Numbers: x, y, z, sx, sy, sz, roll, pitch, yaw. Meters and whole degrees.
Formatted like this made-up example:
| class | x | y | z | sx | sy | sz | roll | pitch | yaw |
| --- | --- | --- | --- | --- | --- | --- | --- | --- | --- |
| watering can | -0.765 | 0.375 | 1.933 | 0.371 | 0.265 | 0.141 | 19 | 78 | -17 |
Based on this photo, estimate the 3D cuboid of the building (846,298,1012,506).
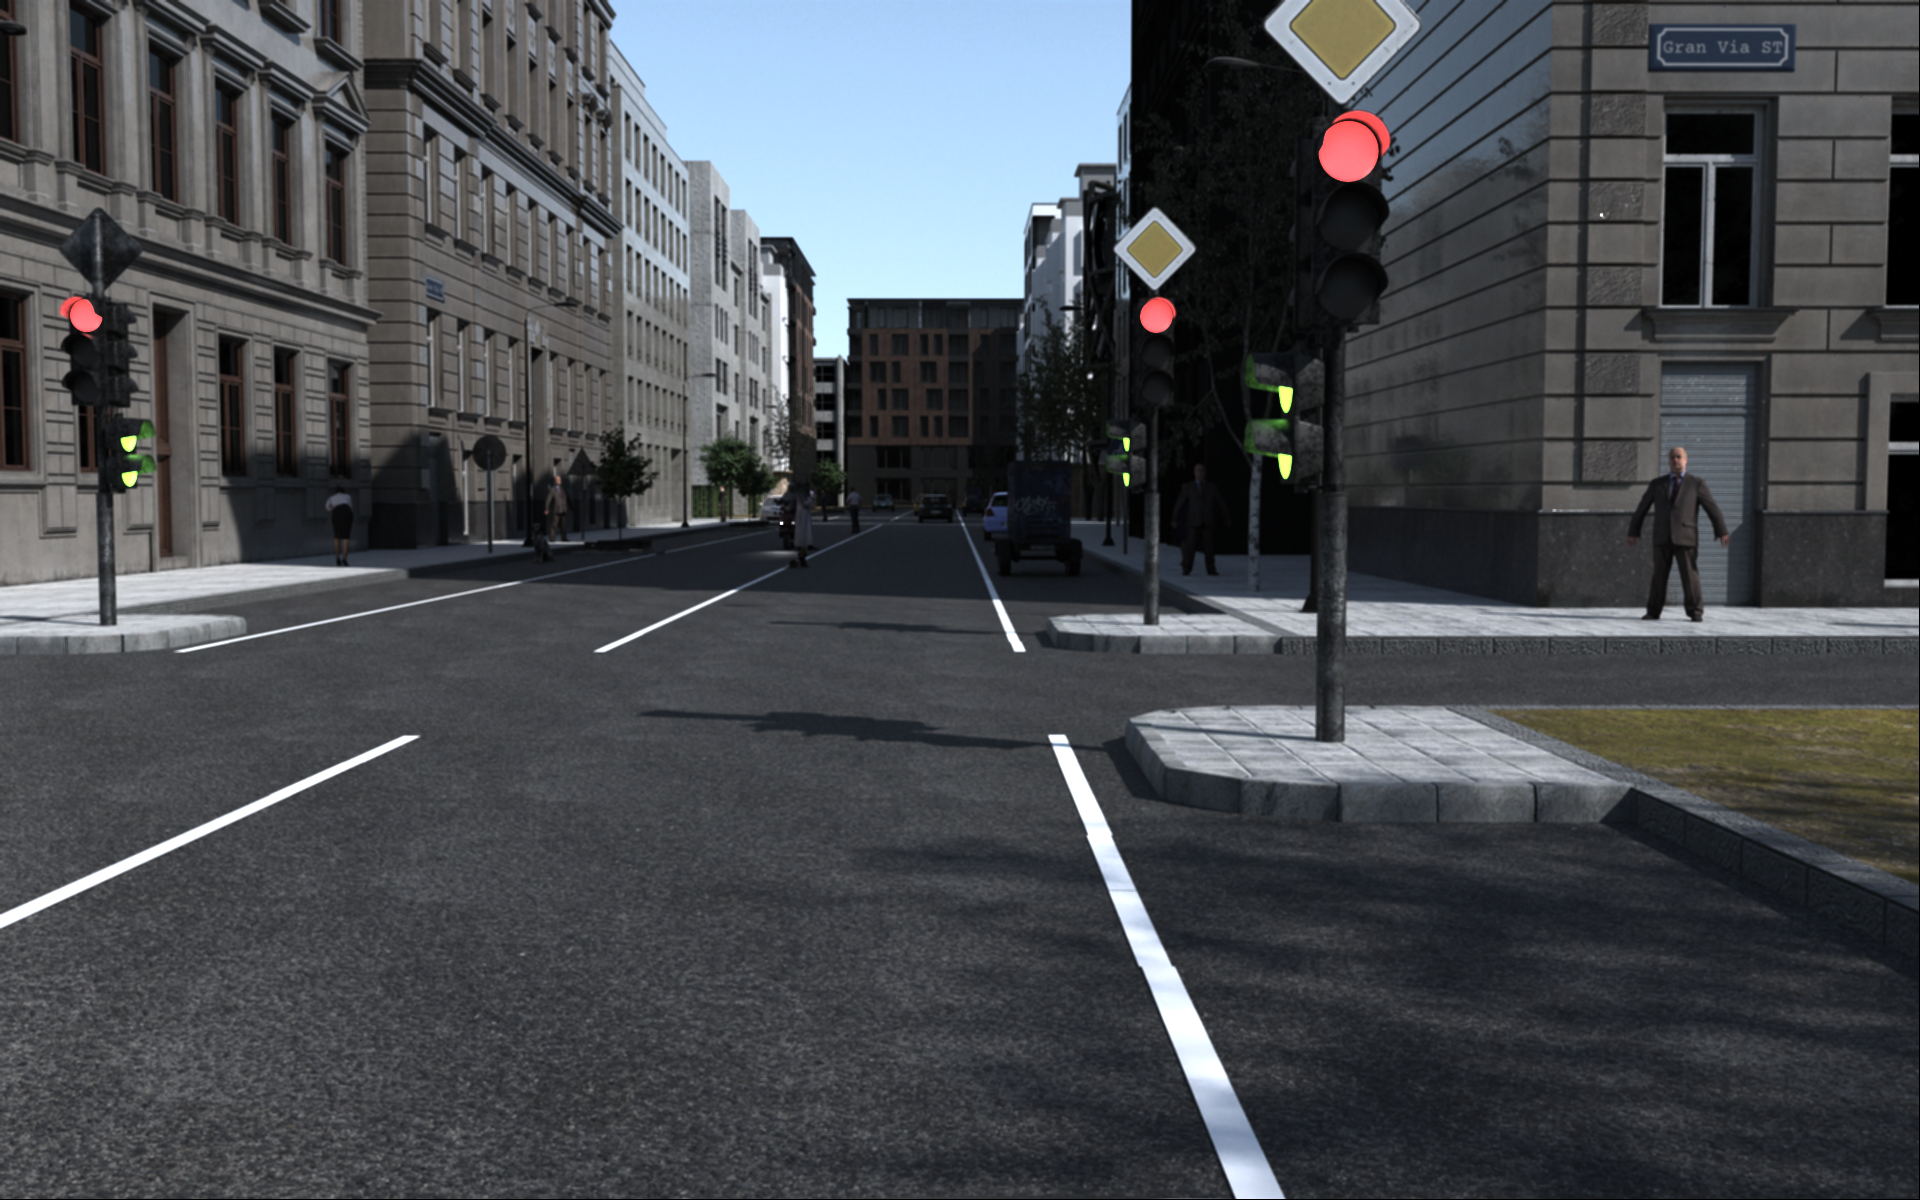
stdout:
| class | x | y | z | sx | sy | sz | roll | pitch | yaw |
| --- | --- | --- | --- | --- | --- | --- | --- | --- | --- |
| building | 4.429 | -21.255 | 191.497 | 32.646 | 21.610 | 27.936 | 0 | 4 | 0 |

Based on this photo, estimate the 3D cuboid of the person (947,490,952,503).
| class | x | y | z | sx | sy | sz | roll | pitch | yaw |
| --- | --- | --- | --- | --- | --- | --- | --- | --- | --- |
| person | -0.701 | -7.822 | 137.113 | 0.721 | 1.743 | 1.217 | 0 | 4 | -3 |

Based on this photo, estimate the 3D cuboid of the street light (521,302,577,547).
| class | x | y | z | sx | sy | sz | roll | pitch | yaw |
| --- | --- | --- | --- | --- | --- | --- | --- | --- | --- |
| street light | -9.930 | -4.243 | 41.918 | 1.470 | 5.913 | 1.316 | 0 | 4 | 0 |

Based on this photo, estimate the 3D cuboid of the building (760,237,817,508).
| class | x | y | z | sx | sy | sz | roll | pitch | yaw |
| --- | --- | --- | --- | --- | --- | --- | --- | --- | --- |
| building | -29.658 | -18.826 | 151.777 | 32.646 | 21.610 | 27.936 | 0 | 4 | 0 |

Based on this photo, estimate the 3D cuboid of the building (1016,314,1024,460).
| class | x | y | z | sx | sy | sz | roll | pitch | yaw |
| --- | --- | --- | --- | --- | --- | --- | --- | --- | --- |
| building | 13.320 | -18.607 | 160.642 | 16.016 | 20.091 | 11.380 | 0 | 4 | 0 |

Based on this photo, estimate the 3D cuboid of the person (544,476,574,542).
| class | x | y | z | sx | sy | sz | roll | pitch | yaw |
| --- | --- | --- | --- | --- | --- | --- | --- | --- | --- |
| person | -10.666 | -2.421 | 46.177 | 0.434 | 1.755 | 0.990 | 3 | 5 | 42 |

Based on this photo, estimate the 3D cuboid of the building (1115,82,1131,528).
| class | x | y | z | sx | sy | sz | roll | pitch | yaw |
| --- | --- | --- | --- | --- | --- | --- | --- | --- | --- |
| building | 11.519 | -12.632 | 61.285 | 10.420 | 20.320 | 16.860 | 0 | 4 | 0 |

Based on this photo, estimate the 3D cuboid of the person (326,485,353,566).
| class | x | y | z | sx | sy | sz | roll | pitch | yaw |
| --- | --- | --- | --- | --- | --- | --- | --- | --- | --- |
| person | -11.075 | -1.335 | 31.060 | 0.799 | 1.438 | 0.628 | 3 | 4 | 38 |

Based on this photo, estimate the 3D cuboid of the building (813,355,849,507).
| class | x | y | z | sx | sy | sz | roll | pitch | yaw |
| --- | --- | --- | --- | --- | --- | --- | --- | --- | --- |
| building | -27.976 | -19.518 | 185.577 | 31.486 | 18.905 | 16.747 | 0 | 4 | 0 |

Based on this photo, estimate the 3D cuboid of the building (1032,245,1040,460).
| class | x | y | z | sx | sy | sz | roll | pitch | yaw |
| --- | --- | --- | --- | --- | --- | --- | --- | --- | --- |
| building | 12.935 | -15.894 | 116.293 | 16.016 | 20.091 | 11.380 | 0 | 4 | 0 |

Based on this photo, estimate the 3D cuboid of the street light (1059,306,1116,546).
| class | x | y | z | sx | sy | sz | roll | pitch | yaw |
| --- | --- | --- | --- | --- | --- | --- | --- | --- | --- |
| street light | 3.151 | -4.301 | 42.869 | 1.470 | 5.913 | 1.316 | 0 | 4 | 0 |

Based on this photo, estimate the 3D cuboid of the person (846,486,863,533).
| class | x | y | z | sx | sy | sz | roll | pitch | yaw |
| --- | --- | --- | --- | --- | --- | --- | --- | --- | --- |
| person | -3.924 | -3.302 | 63.422 | 0.756 | 1.711 | 0.436 | -2 | 4 | -31 |

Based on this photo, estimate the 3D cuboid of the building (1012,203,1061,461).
| class | x | y | z | sx | sy | sz | roll | pitch | yaw |
| --- | --- | --- | --- | --- | --- | --- | --- | --- | --- |
| building | 18.923 | -17.999 | 138.255 | 27.936 | 21.610 | 32.646 | 0 | 4 | 0 |

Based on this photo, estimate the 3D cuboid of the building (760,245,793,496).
| class | x | y | z | sx | sy | sz | roll | pitch | yaw |
| --- | --- | --- | --- | --- | --- | --- | --- | --- | --- |
| building | -20.794 | -16.707 | 129.582 | 16.016 | 20.091 | 11.380 | 0 | 4 | 0 |

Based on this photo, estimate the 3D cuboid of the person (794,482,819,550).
| class | x | y | z | sx | sy | sz | roll | pitch | yaw |
| --- | --- | --- | --- | --- | --- | --- | --- | --- | --- |
| person | -3.947 | -2.141 | 44.166 | 0.621 | 1.740 | 0.551 | 0 | 4 | 8 |

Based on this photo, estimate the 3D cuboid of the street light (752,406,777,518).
| class | x | y | z | sx | sy | sz | roll | pitch | yaw |
| --- | --- | --- | --- | --- | --- | --- | --- | --- | --- |
| street light | -10.276 | -7.243 | 90.957 | 1.470 | 5.913 | 1.316 | 0 | 4 | 0 |

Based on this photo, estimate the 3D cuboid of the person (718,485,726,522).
| class | x | y | z | sx | sy | sz | roll | pitch | yaw |
| --- | --- | --- | --- | --- | --- | --- | --- | --- | --- |
| person | -11.046 | -4.467 | 79.886 | 0.445 | 1.727 | 0.742 | -2 | 4 | -33 |

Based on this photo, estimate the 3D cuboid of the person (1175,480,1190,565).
| class | x | y | z | sx | sy | sz | roll | pitch | yaw |
| --- | --- | --- | --- | --- | --- | --- | --- | --- | --- |
| person | 4.080 | -1.397 | 31.255 | 0.453 | 1.535 | 0.546 | 0 | 4 | -2 |

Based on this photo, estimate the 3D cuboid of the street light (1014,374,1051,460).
| class | x | y | z | sx | sy | sz | roll | pitch | yaw |
| --- | --- | --- | --- | --- | --- | --- | --- | --- | --- |
| street light | 2.955 | -5.786 | 67.138 | 1.470 | 5.913 | 1.316 | 0 | 4 | 0 |

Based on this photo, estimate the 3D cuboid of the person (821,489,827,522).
| class | x | y | z | sx | sy | sz | roll | pitch | yaw |
| --- | --- | --- | --- | --- | --- | --- | --- | --- | --- |
| person | -7.046 | -4.912 | 89.730 | 0.530 | 1.710 | 0.541 | 2 | 4 | 24 |

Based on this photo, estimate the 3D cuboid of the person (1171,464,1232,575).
| class | x | y | z | sx | sy | sz | roll | pitch | yaw |
| --- | --- | --- | --- | --- | --- | --- | --- | --- | --- |
| person | 3.825 | -1.272 | 27.393 | 0.990 | 1.755 | 0.434 | 0 | 4 | -3 |

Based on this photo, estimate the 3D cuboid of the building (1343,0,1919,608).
| class | x | y | z | sx | sy | sz | roll | pitch | yaw |
| --- | --- | --- | --- | --- | --- | --- | --- | --- | --- |
| building | 18.580 | -13.891 | 24.374 | 25.104 | 27.353 | 12.463 | 0 | 4 | 0 |

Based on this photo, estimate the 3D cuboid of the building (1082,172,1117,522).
| class | x | y | z | sx | sy | sz | roll | pitch | yaw |
| --- | --- | --- | --- | --- | --- | --- | --- | --- | --- |
| building | 14.292 | -13.241 | 83.941 | 16.820 | 18.784 | 16.811 | 0 | 4 | 0 |

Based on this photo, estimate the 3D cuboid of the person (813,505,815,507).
| class | x | y | z | sx | sy | sz | roll | pitch | yaw |
| --- | --- | --- | --- | --- | --- | --- | --- | --- | --- |
| person | -7.903 | -4.852 | 88.390 | 0.990 | 1.755 | 0.434 | 0 | 4 | -4 |

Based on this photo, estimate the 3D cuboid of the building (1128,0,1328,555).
| class | x | y | z | sx | sy | sz | roll | pitch | yaw |
| --- | --- | --- | --- | --- | --- | --- | --- | --- | --- |
| building | 11.277 | -13.090 | 43.696 | 12.332 | 23.373 | 15.834 | 0 | 4 | 0 |

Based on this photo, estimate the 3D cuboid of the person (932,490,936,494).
| class | x | y | z | sx | sy | sz | roll | pitch | yaw |
| --- | --- | --- | --- | --- | --- | --- | --- | --- | --- |
| person | -2.533 | -9.768 | 168.220 | 1.348 | 1.823 | 0.705 | 2 | 4 | 25 |

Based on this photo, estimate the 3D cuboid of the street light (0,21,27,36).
| class | x | y | z | sx | sy | sz | roll | pitch | yaw |
| --- | --- | --- | --- | --- | --- | --- | --- | --- | --- |
| street light | -9.869 | -2.729 | 17.165 | 1.470 | 5.913 | 1.316 | 0 | 4 | 0 |

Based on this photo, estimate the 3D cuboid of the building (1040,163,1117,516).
| class | x | y | z | sx | sy | sz | roll | pitch | yaw |
| --- | --- | --- | --- | --- | --- | --- | --- | --- | --- |
| building | 13.327 | -15.200 | 104.937 | 16.016 | 20.091 | 11.380 | 0 | 4 | 0 |

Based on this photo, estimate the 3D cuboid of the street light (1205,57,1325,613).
| class | x | y | z | sx | sy | sz | roll | pitch | yaw |
| --- | --- | --- | --- | --- | --- | --- | --- | --- | --- |
| street light | 3.311 | -2.817 | 18.601 | 1.470 | 5.913 | 1.316 | 0 | 4 | 0 |

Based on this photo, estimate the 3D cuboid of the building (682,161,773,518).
| class | x | y | z | sx | sy | sz | roll | pitch | yaw |
| --- | --- | --- | --- | --- | --- | --- | --- | --- | --- |
| building | -21.681 | -14.764 | 107.846 | 16.747 | 18.905 | 31.486 | 0 | 4 | 0 |

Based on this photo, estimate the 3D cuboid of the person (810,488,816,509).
| class | x | y | z | sx | sy | sz | roll | pitch | yaw |
| --- | --- | --- | --- | --- | --- | --- | --- | --- | --- |
| person | -12.795 | -8.858 | 150.740 | 0.709 | 1.838 | 0.599 | -3 | 5 | -40 |

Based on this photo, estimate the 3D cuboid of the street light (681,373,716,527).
| class | x | y | z | sx | sy | sz | roll | pitch | yaw |
| --- | --- | --- | --- | --- | --- | --- | --- | --- | --- |
| street light | -10.069 | -5.758 | 66.689 | 1.470 | 5.913 | 1.316 | 0 | 4 | 0 |

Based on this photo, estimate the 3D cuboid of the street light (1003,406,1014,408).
| class | x | y | z | sx | sy | sz | roll | pitch | yaw |
| --- | --- | --- | --- | --- | --- | --- | --- | --- | --- |
| street light | 2.941 | -7.272 | 91.431 | 1.470 | 5.913 | 1.316 | 0 | 4 | 0 |

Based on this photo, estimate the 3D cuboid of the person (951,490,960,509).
| class | x | y | z | sx | sy | sz | roll | pitch | yaw |
| --- | --- | --- | --- | --- | --- | --- | --- | --- | --- |
| person | -0.545 | -9.561 | 164.913 | 1.348 | 1.812 | 0.705 | -3 | 5 | -44 |

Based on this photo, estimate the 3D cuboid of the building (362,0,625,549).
| class | x | y | z | sx | sy | sz | roll | pitch | yaw |
| --- | --- | --- | --- | --- | --- | --- | --- | --- | --- |
| building | -18.305 | -15.542 | 51.374 | 12.463 | 27.353 | 25.104 | 0 | 4 | 0 |

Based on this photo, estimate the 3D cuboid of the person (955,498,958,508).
| class | x | y | z | sx | sy | sz | roll | pitch | yaw |
| --- | --- | --- | --- | --- | --- | --- | --- | --- | --- |
| person | -0.624 | -9.751 | 168.635 | 0.721 | 1.736 | 1.217 | -3 | 5 | -44 |

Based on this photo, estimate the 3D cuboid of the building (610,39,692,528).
| class | x | y | z | sx | sy | sz | roll | pitch | yaw |
| --- | --- | --- | --- | --- | --- | --- | --- | --- | --- |
| building | -17.857 | -13.359 | 73.175 | 10.420 | 20.320 | 16.860 | 0 | 4 | 0 |

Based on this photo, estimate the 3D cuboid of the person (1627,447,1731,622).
| class | x | y | z | sx | sy | sz | roll | pitch | yaw |
| --- | --- | --- | --- | --- | --- | --- | --- | --- | --- |
| person | 7.256 | -0.668 | 17.522 | 0.990 | 1.755 | 0.434 | 3 | 4 | 37 |
